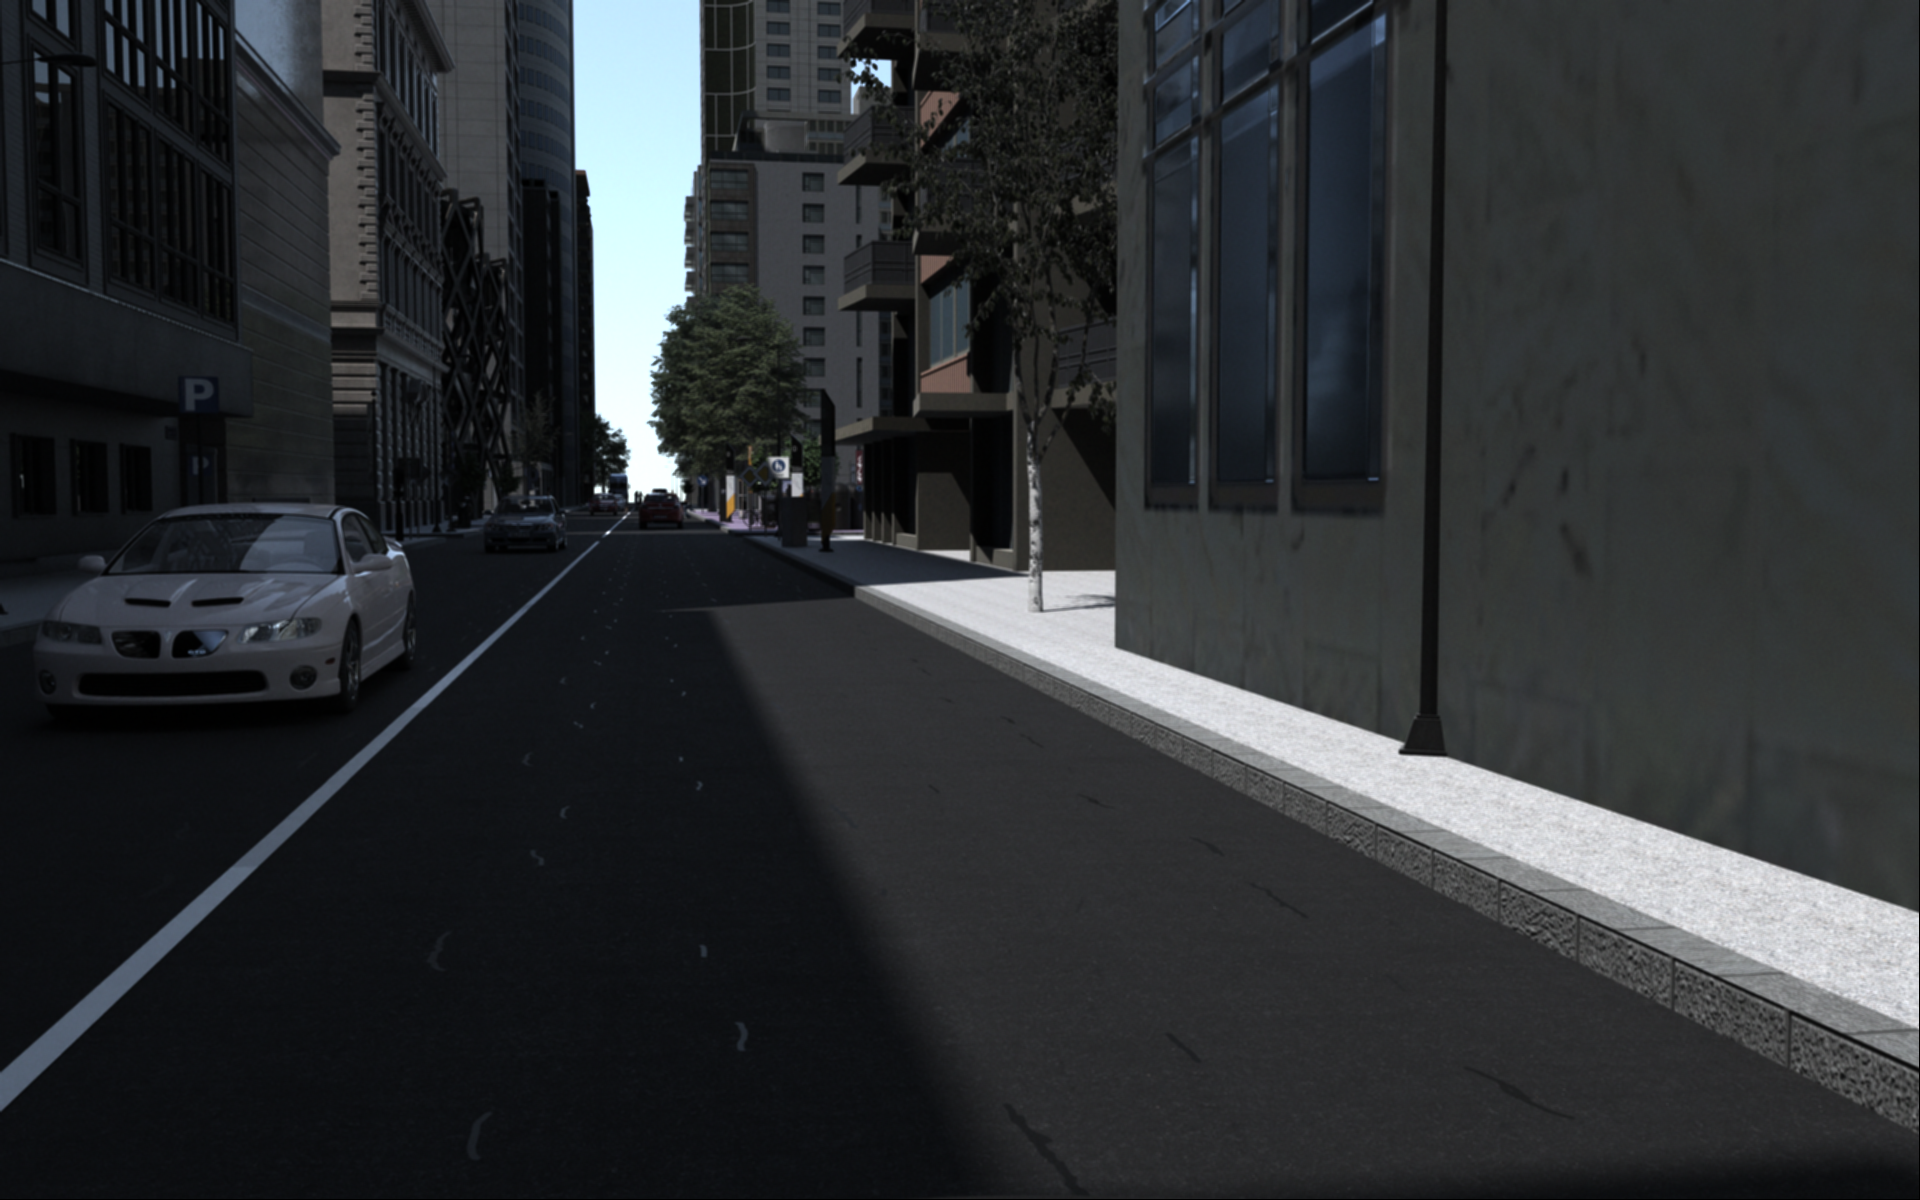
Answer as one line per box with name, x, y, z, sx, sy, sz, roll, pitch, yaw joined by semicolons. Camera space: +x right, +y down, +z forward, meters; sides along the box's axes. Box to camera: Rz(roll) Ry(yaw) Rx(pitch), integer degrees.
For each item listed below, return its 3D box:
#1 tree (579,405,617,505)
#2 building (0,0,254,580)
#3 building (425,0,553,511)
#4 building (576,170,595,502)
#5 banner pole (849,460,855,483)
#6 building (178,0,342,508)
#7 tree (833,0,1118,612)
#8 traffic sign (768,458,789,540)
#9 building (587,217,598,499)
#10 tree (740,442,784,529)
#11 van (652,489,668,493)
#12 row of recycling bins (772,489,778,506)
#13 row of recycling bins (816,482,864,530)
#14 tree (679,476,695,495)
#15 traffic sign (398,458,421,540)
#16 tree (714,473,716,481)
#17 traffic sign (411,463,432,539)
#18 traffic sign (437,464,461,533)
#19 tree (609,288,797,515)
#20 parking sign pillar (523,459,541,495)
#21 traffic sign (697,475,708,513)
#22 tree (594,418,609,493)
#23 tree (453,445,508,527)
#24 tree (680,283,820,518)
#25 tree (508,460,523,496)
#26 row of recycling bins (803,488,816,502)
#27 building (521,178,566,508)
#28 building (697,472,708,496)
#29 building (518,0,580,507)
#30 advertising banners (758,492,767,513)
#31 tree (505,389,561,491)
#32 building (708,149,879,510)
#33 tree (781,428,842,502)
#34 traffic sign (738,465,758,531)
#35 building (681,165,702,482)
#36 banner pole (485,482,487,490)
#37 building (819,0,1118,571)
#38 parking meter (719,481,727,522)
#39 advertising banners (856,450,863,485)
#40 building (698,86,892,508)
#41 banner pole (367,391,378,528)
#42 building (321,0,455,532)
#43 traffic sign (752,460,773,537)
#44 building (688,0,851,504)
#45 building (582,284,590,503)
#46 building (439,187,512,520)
tree;-43.832;-16.812;200.629;9.928;11.665;9.643;0;3;0
building;-19.070;-13.952;21.622;14.314;27.812;24.014;-1;4;-10
building;-43.740;-42.813;138.249;20.563;71.187;20.611;-1;4;-10
building;-59.503;-34.966;226.311;22.147;44.769;28.867;-1;4;-10
banner pole;-8.026;-8.481;128.679;0.401;3.779;0.863;2;4;34
building;-25.910;-15.538;39.954;20.117;28.700;13.634;-1;4;-10
tree;0.794;-4.158;18.345;4.360;8.622;3.978;0;3;0
traffic sign;-4.994;-2.791;47.765;0.606;2.300;0.079;0;4;-3
building;-64.025;-37.866;269.223;14.600;45.320;14.200;-1;4;-10
tree;-7.492;-4.271;64.439;1.663;3.219;1.824;0;3;0
van;-34.974;-12.083;201.936;2.240;2.365;5.245;-1;4;-9
row of recycling bins;-13.516;-7.715;133.246;1.069;1.692;3.534;-2;4;-31
row of recycling bins;-3.652;-3.397;62.649;1.069;1.692;3.534;2;4;31
tree;-28.523;-11.417;181.264;1.663;3.219;1.824;0;3;0
traffic sign;-15.465;-2.848;48.696;0.606;2.300;0.079;-1;4;-10
tree;-19.478;-11.434;137.312;4.737;8.622;4.395;0;3;0
traffic sign;-15.580;-2.821;49.769;0.795;2.450;0.064;-1;4;-10
traffic sign;-16.988;-3.302;57.630;0.795;2.450;0.064;-1;4;-10
tree;-14.559;-12.191;105.970;9.857;13.997;8.962;0;3;0
parking sign pillar;-31.644;-8.533;127.988;1.447;3.967;1.447;3;4;38
traffic sign;-17.282;-7.104;116.252;0.768;2.556;0.104;0;4;-7
tree;-59.002;-23.233;286.512;9.857;13.997;8.962;0;3;0
tree;-19.155;-4.492;68.046;1.663;3.219;1.824;0;3;0
tree;-11.293;-10.728;93.531;7.486;12.596;7.792;0;3;0
tree;-25.184;-6.261;96.968;1.663;3.219;1.824;0;3;0
row of recycling bins;-10.792;-7.132;123.714;3.534;1.692;1.069;2;4;28
building;-43.499;-23.574;157.136;14.160;30.474;14.107;-1;4;-10
building;-15.412;-21.462;195.946;27.650;21.520;28.899;-1;4;-10
building;-50.392;-38.808;176.505;21.231;58.520;28.212;-1;4;-10
advertising banners;-13.333;-7.299;115.527;0.090;3.025;2.074;1;4;19
tree;-29.935;-10.441;121.068;4.360;8.622;3.978;0;3;0
building;-14.653;-23.107;149.495;14.160;30.474;14.107;-1;4;-10
tree;-7.439;-6.252;85.937;4.285;4.588;4.351;0;3;0
traffic sign;-7.195;-3.408;59.356;0.795;2.450;0.064;-1;4;-10
building;-28.915;-38.767;253.453;23.786;49.044;30.456;-1;4;-10
banner pole;-32.173;-7.757;116.851;0.863;3.779;0.401;3;5;44
building;8.941;-23.401;37.223;22.147;44.769;28.867;-1;4;-10
parking meter;-10.847;-4.517;79.559;0.399;1.863;0.255;0;4;-6
advertising banners;-3.549;-4.401;68.141;0.090;3.025;2.074;-2;4;-35
building;-9.391;-29.213;169.508;32.217;40.220;23.993;-1;4;-10
banner pole;-14.366;-3.202;42.366;0.401;3.779;0.863;-2;4;-34
building;-25.954;-14.514;66.188;11.050;23.489;19.941;-1;4;-10
traffic sign;-5.788;-2.927;51.496;0.795;2.450;0.064;-1;4;-10
building;-25.550;-48.271;227.488;20.563;71.187;20.611;-1;4;-10
building;-65.190;-38.353;250.767;21.300;48.544;21.600;-1;4;-10
building;-36.268;-14.580;105.843;16.820;18.784;16.811;-1;4;-10
